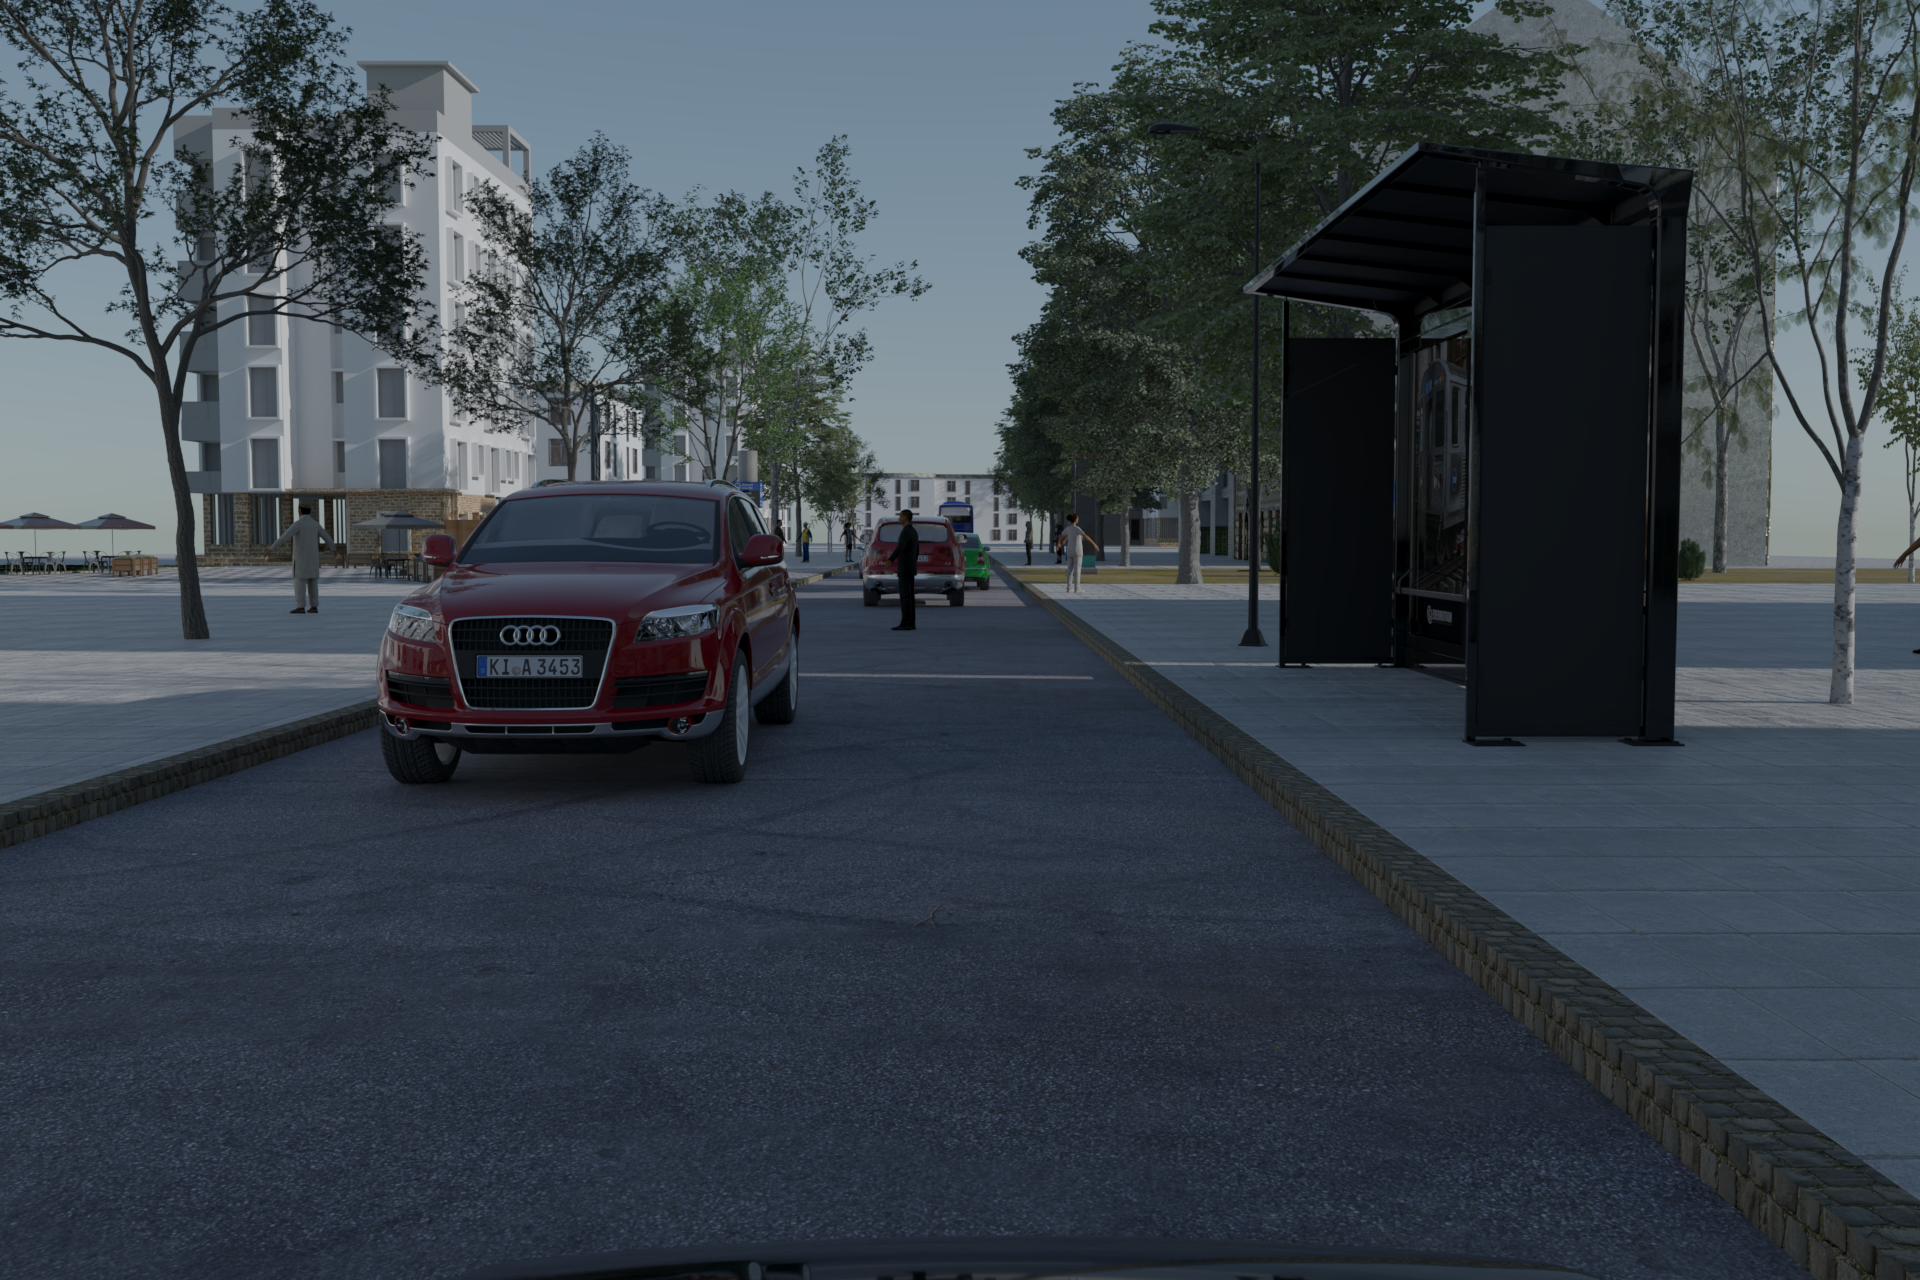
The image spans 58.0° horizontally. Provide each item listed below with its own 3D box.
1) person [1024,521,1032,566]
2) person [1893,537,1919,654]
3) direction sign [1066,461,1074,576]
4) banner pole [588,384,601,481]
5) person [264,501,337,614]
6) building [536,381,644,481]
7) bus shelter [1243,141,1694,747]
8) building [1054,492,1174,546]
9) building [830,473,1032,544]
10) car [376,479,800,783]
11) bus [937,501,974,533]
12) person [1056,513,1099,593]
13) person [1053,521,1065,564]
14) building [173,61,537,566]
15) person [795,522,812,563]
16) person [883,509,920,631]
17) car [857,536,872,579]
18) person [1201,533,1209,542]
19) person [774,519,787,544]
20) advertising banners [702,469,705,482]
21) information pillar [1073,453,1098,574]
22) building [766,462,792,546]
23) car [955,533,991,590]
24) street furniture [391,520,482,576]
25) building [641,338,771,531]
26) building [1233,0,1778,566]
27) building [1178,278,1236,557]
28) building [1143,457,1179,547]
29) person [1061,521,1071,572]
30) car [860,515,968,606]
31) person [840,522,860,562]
[{"bbox_3d":[2.752,-3.931,70.401,0.705,1.813,1.348,0,4,7],"label":"person"},{"bbox_3d":[10.380,-0.768,18.340,0.704,1.855,1.343,0,4,-3],"label":"person"},{"bbox_3d":[3.421,-3.710,52.650,0.379,3.537,0.876,0,4,-1],"label":"direction sign"},{"bbox_3d":[-6.143,-2.399,29.247,0.401,3.779,0.863,0,4,1],"label":"banner pole"},{"bbox_3d":[-10.610,-1.342,28.028,0.704,1.819,1.344,2,4,33],"label":"person"},{"bbox_3d":[-24.399,-10.202,108.949,9.099,9.664,28.070,0,4,0],"label":"building"},{"bbox_3d":[3.581,-1.360,13.515,1.731,3.624,6.357,0,4,0],"label":"bus shelter"},{"bbox_3d":[24.515,-22.184,206.683,27.936,21.610,32.646,0,4,0],"label":"building"},{"bbox_3d":[-3.947,-17.981,238.585,28.070,9.664,9.099,0,4,-7],"label":"building"},{"bbox_3d":[-2.255,-0.182,11.642,2.281,1.827,5.304,0,3,0],"label":"car"},{"bbox_3d":[-0.387,-8.441,129.549,2.896,3.916,12.251,0,4,-1],"label":"bus"},{"bbox_3d":[2.561,-1.912,38.034,0.721,1.739,1.217,-3,5,-44],"label":"person"},{"bbox_3d":[4.235,-4.211,74.630,0.705,1.856,1.354,0,4,-6],"label":"person"},{"bbox_3d":[-25.535,-13.108,70.732,16.016,20.090,11.380,0,4,1],"label":"building"},{"bbox_3d":[-6.953,-4.391,77.769,0.705,1.833,1.349,-3,4,-37],"label":"person"},{"bbox_3d":[-0.823,-1.051,25.863,0.704,1.802,1.346,1,4,16],"label":"person"},{"bbox_3d":[-2.359,-2.746,56.905,2.014,1.417,4.499,0,3,0],"label":"car"},{"bbox_3d":[10.382,-4.312,76.778,1.348,1.796,0.705,-1,4,-11],"label":"person"},{"bbox_3d":[-6.397,-3.396,61.658,0.704,1.812,1.346,0,4,7],"label":"person"},{"bbox_3d":[-6.941,-3.064,46.290,0.090,3.025,2.074,0,3,0],"label":"advertising banners"},{"bbox_3d":[4.012,-4.039,55.422,0.750,3.857,0.750,0,4,1],"label":"information pillar"},{"bbox_3d":[-23.908,-15.790,200.312,9.099,9.664,28.070,0,4,0],"label":"building"},{"bbox_3d":[-0.153,-2.245,45.499,1.959,1.807,4.718,0,4,-1],"label":"car"},{"bbox_3d":[-14.657,-3.074,57.117,11.010,1.723,9.812,0,4,-2],"label":"street furniture"},{"bbox_3d":[-24.609,-19.049,167.871,16.016,20.090,11.380,0,4,-1],"label":"building"},{"bbox_3d":[22.931,-15.064,77.221,19.493,23.208,18.063,0,4,0],"label":"building"},{"bbox_3d":[23.579,-14.553,104.398,16.747,18.905,31.486,0,3,0],"label":"building"},{"bbox_3d":[24.815,-20.090,184.887,16.016,20.090,11.380,0,4,0],"label":"building"},{"bbox_3d":[3.760,-3.212,58.645,0.704,1.817,1.347,2,4,23],"label":"person"},{"bbox_3d":[-0.957,-1.666,35.907,2.281,1.827,5.304,0,4,-1],"label":"car"},{"bbox_3d":[-5.067,-4.467,79.172,0.704,1.843,1.345,3,5,41],"label":"person"}]
